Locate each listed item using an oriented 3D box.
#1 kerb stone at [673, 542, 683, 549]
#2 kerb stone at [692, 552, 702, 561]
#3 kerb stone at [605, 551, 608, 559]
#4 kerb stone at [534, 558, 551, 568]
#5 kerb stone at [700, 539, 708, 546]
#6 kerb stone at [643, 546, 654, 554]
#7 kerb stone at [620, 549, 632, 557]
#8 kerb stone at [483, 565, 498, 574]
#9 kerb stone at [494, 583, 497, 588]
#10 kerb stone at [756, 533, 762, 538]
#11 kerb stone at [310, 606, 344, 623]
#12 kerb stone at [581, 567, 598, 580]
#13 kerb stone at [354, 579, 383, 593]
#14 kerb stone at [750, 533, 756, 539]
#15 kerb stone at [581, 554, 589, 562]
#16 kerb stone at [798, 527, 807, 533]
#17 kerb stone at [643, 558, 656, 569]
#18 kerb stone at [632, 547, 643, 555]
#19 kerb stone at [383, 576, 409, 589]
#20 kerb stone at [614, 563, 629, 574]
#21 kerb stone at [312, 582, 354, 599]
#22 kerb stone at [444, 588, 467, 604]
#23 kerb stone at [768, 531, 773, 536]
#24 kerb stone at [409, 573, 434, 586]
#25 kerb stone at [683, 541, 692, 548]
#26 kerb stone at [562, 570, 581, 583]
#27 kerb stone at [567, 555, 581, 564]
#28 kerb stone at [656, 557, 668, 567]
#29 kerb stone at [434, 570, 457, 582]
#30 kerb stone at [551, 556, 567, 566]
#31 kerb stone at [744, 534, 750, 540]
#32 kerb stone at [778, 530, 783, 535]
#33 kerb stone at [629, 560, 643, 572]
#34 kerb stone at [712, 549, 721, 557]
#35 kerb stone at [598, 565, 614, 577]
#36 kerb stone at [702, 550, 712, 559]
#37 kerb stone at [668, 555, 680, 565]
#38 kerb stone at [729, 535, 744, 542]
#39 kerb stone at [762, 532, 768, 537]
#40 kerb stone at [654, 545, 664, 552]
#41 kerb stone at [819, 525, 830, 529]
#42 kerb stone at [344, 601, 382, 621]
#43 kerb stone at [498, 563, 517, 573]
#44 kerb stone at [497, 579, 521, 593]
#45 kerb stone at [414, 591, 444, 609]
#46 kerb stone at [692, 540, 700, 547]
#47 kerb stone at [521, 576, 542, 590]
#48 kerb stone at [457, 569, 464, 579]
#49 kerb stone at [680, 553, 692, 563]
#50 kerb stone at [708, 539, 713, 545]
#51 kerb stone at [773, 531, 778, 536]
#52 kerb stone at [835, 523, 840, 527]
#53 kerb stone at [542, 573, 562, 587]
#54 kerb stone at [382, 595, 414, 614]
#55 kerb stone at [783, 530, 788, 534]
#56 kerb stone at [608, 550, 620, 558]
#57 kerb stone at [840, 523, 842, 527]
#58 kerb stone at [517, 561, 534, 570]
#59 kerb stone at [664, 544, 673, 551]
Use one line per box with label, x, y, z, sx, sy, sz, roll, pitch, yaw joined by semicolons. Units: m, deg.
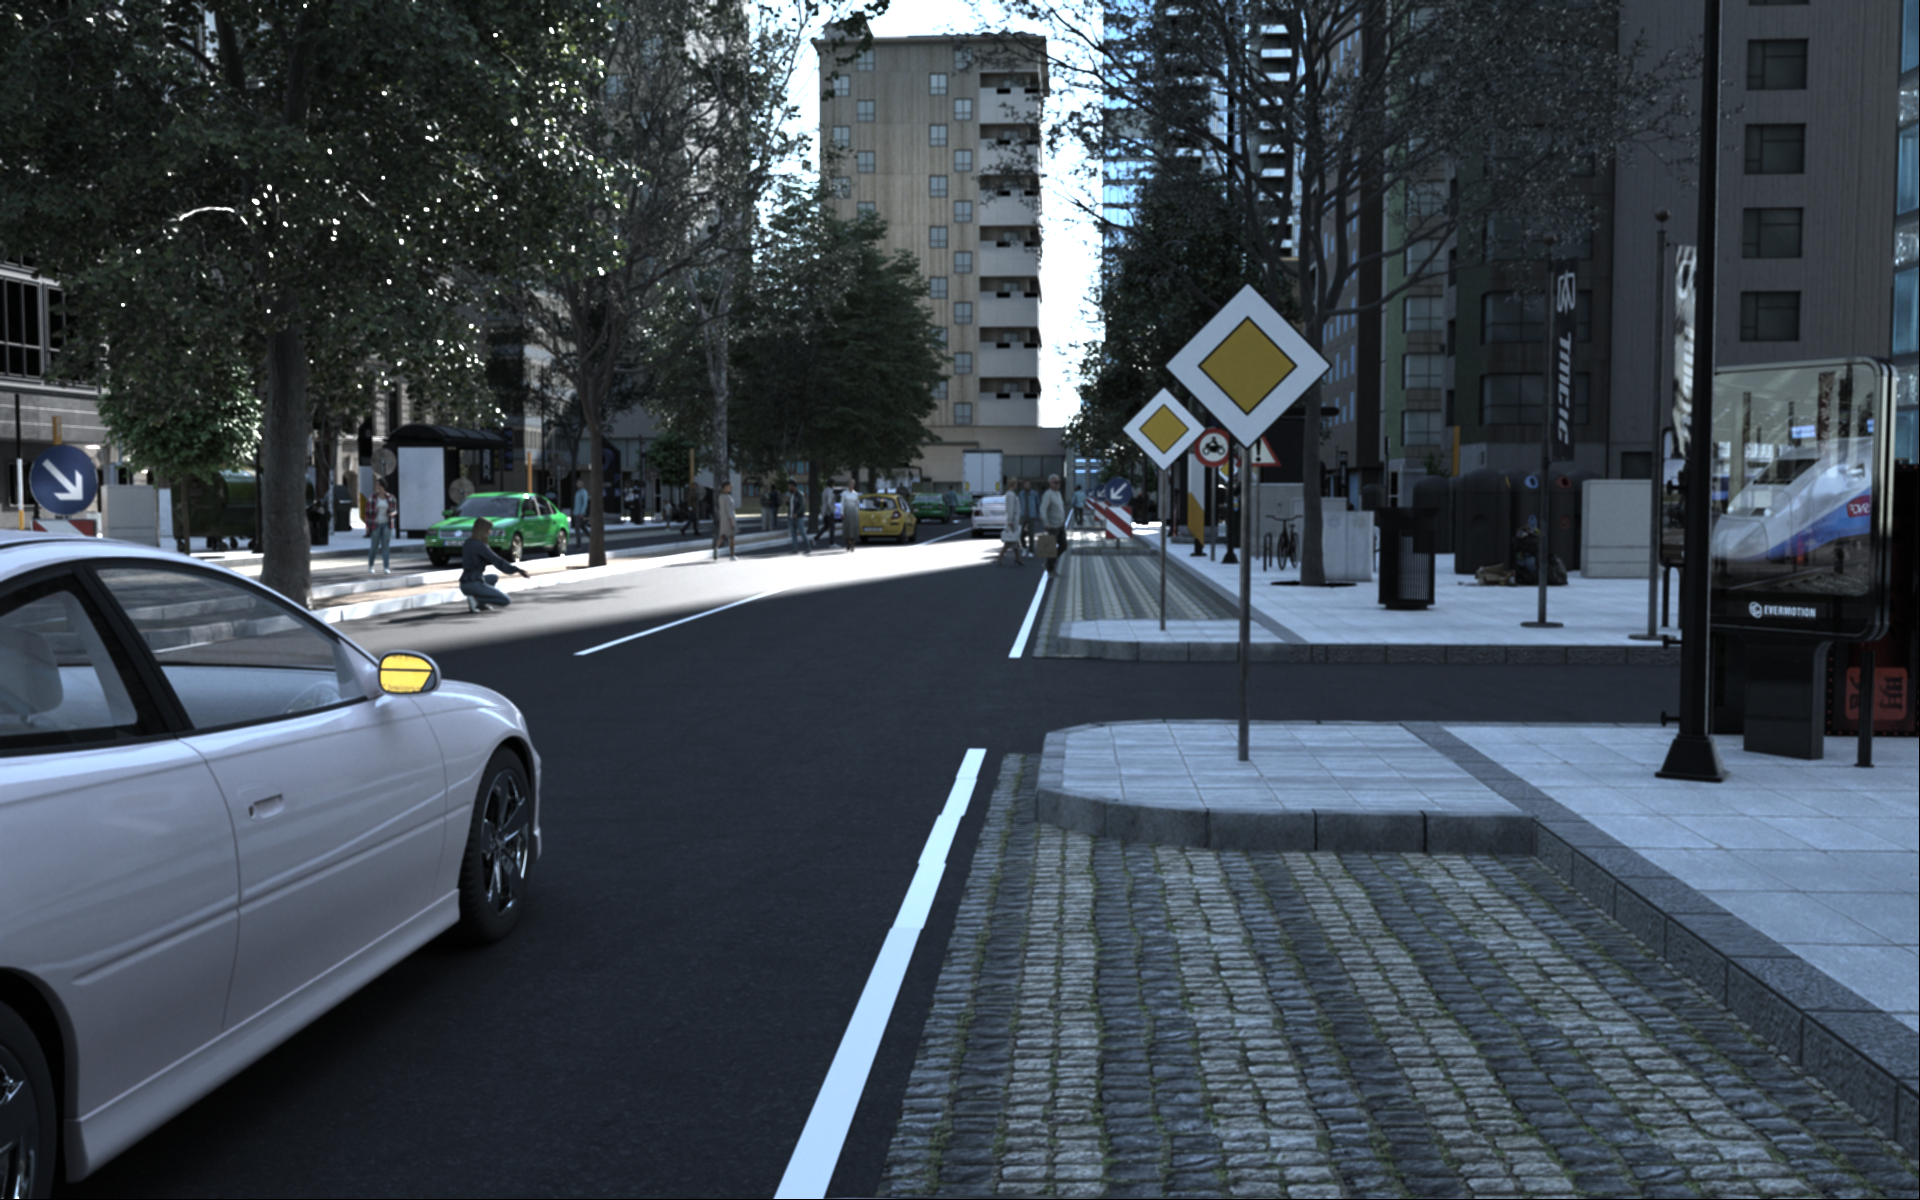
kerb stone;-7.405;-1.380;44.750;0.120;0.150;1.000;0;4;4
kerb stone;-5.801;-0.931;37.412;0.120;0.150;1.000;0;4;4
kerb stone;-7.900;-0.942;37.598;0.120;0.150;1.000;0;4;4
kerb stone;-8.172;-0.691;33.500;0.120;0.150;1.000;0;4;4
kerb stone;-7.195;-1.567;47.825;0.120;0.150;1.000;0;4;4
kerb stone;-7.608;-1.191;41.686;0.120;0.150;1.000;0;4;4
kerb stone;-7.756;-1.067;39.637;0.120;0.150;1.000;0;4;4
kerb stone;-8.381;-0.504;30.429;0.120;0.150;1.000;0;4;4
kerb stone;-6.712;-0.116;24.116;0.120;0.150;1.000;0;4;4
kerb stone;-6.636;-2.067;55.988;0.120;0.150;1.000;0;4;4
kerb stone;-7.059;0.195;19.004;0.120;0.150;1.000;0;4;4
kerb stone;-6.354;-0.430;29.232;0.120;0.150;1.000;0;4;4
kerb stone;-8.729;-0.191;25.311;0.120;0.150;1.000;0;4;4
kerb stone;-6.705;-2.004;54.968;0.120;0.150;1.000;0;4;4
kerb stone;-7.964;-0.879;36.571;0.120;0.150;1.000;0;4;4
kerb stone;-6.010;-2.629;65.187;0.120;0.150;1.000;0;4;4
kerb stone;-6.080;-0.680;33.320;0.120;0.150;1.000;0;4;4
kerb stone;-7.679;-1.129;40.657;0.120;0.150;1.000;0;4;4
kerb stone;-8.665;-0.248;26.333;0.120;0.150;1.000;0;4;4
kerb stone;-6.217;-0.555;31.277;0.120;0.150;1.000;0;4;4
kerb stone;-8.798;-0.128;24.288;0.120;0.150;1.000;0;4;4
kerb stone;-6.774;-0.055;23.096;0.120;0.150;1.000;0;4;4
kerb stone;-6.496;-2.192;58.034;0.120;0.150;1.000;0;4;4
kerb stone;-8.589;-0.316;27.354;0.120;0.150;1.000;0;4;4
kerb stone;-7.332;-1.438;45.775;0.120;0.150;1.000;0;4;4
kerb stone;-6.424;-0.368;28.204;0.120;0.150;1.000;0;4;4
kerb stone;-8.036;-0.816;35.548;0.120;0.150;1.000;0;4;4
kerb stone;-6.013;-0.743;34.340;0.120;0.150;1.000;0;4;4
kerb stone;-8.523;-0.378;28.381;0.120;0.150;1.000;0;4;4
kerb stone;-8.096;-0.754;34.528;0.120;0.150;1.000;0;4;4
kerb stone;-6.780;-1.942;53.949;0.120;0.150;1.000;0;4;4
kerb stone;-6.360;-2.315;60.083;0.120;0.150;1.000;0;4;4
kerb stone;-6.149;-0.618;32.300;0.120;0.150;1.000;0;4;4
kerb stone;-5.658;-1.056;39.459;0.120;0.150;1.000;0;4;4
kerb stone;-6.289;-0.493;30.257;0.120;0.150;1.000;0;4;4
kerb stone;-5.726;-0.993;38.437;0.120;0.150;1.000;0;4;4
kerb stone;-5.938;-0.806;35.368;0.120;0.150;1.000;0;4;4
kerb stone;-6.847;-1.880;52.929;0.120;0.150;1.000;0;4;4
kerb stone;-6.564;-2.130;57.013;0.120;0.150;1.000;0;4;4
kerb stone;-7.547;-1.255;42.707;0.120;0.150;1.000;0;4;4
kerb stone;-5.590;-3.003;71.316;0.120;0.150;1.000;0;4;4
kerb stone;-6.977;0.133;20.024;0.120;0.150;1.000;0;4;4
kerb stone;-8.311;-0.566;31.455;0.120;0.150;1.000;0;4;4
kerb stone;-6.633;-0.179;25.140;0.120;0.150;1.000;0;4;4
kerb stone;-6.846;0.008;22.071;0.120;0.150;1.000;0;4;4
kerb stone;-7.271;-1.499;46.806;0.120;0.150;1.000;0;4;4
kerb stone;-6.568;-0.240;26.162;0.120;0.150;1.000;0;4;4
kerb stone;-8.447;-0.441;29.405;0.120;0.150;1.000;0;4;4
kerb stone;-5.864;-0.868;36.391;0.120;0.150;1.000;0;4;4
kerb stone;-7.128;-1.626;48.846;0.120;0.150;1.000;0;4;4
kerb stone;-6.422;-2.255;59.062;0.120;0.150;1.000;0;4;4
kerb stone;-5.377;-3.193;74.394;0.120;0.150;1.000;0;4;4
kerb stone;-6.495;-0.305;27.181;0.120;0.150;1.000;0;4;4
kerb stone;-6.918;0.074;21.051;0.120;0.150;1.000;0;4;4
kerb stone;-6.290;-2.378;61.103;0.120;0.150;1.000;0;4;4
kerb stone;-7.820;-1.004;38.617;0.120;0.150;1.000;0;4;4
kerb stone;-5.310;-3.253;75.414;0.120;0.150;1.000;0;4;4
kerb stone;-8.248;-0.620;32.476;0.120;0.150;1.000;0;4;4
kerb stone;-7.475;-1.315;43.728;0.120;0.150;1.000;0;4;4
